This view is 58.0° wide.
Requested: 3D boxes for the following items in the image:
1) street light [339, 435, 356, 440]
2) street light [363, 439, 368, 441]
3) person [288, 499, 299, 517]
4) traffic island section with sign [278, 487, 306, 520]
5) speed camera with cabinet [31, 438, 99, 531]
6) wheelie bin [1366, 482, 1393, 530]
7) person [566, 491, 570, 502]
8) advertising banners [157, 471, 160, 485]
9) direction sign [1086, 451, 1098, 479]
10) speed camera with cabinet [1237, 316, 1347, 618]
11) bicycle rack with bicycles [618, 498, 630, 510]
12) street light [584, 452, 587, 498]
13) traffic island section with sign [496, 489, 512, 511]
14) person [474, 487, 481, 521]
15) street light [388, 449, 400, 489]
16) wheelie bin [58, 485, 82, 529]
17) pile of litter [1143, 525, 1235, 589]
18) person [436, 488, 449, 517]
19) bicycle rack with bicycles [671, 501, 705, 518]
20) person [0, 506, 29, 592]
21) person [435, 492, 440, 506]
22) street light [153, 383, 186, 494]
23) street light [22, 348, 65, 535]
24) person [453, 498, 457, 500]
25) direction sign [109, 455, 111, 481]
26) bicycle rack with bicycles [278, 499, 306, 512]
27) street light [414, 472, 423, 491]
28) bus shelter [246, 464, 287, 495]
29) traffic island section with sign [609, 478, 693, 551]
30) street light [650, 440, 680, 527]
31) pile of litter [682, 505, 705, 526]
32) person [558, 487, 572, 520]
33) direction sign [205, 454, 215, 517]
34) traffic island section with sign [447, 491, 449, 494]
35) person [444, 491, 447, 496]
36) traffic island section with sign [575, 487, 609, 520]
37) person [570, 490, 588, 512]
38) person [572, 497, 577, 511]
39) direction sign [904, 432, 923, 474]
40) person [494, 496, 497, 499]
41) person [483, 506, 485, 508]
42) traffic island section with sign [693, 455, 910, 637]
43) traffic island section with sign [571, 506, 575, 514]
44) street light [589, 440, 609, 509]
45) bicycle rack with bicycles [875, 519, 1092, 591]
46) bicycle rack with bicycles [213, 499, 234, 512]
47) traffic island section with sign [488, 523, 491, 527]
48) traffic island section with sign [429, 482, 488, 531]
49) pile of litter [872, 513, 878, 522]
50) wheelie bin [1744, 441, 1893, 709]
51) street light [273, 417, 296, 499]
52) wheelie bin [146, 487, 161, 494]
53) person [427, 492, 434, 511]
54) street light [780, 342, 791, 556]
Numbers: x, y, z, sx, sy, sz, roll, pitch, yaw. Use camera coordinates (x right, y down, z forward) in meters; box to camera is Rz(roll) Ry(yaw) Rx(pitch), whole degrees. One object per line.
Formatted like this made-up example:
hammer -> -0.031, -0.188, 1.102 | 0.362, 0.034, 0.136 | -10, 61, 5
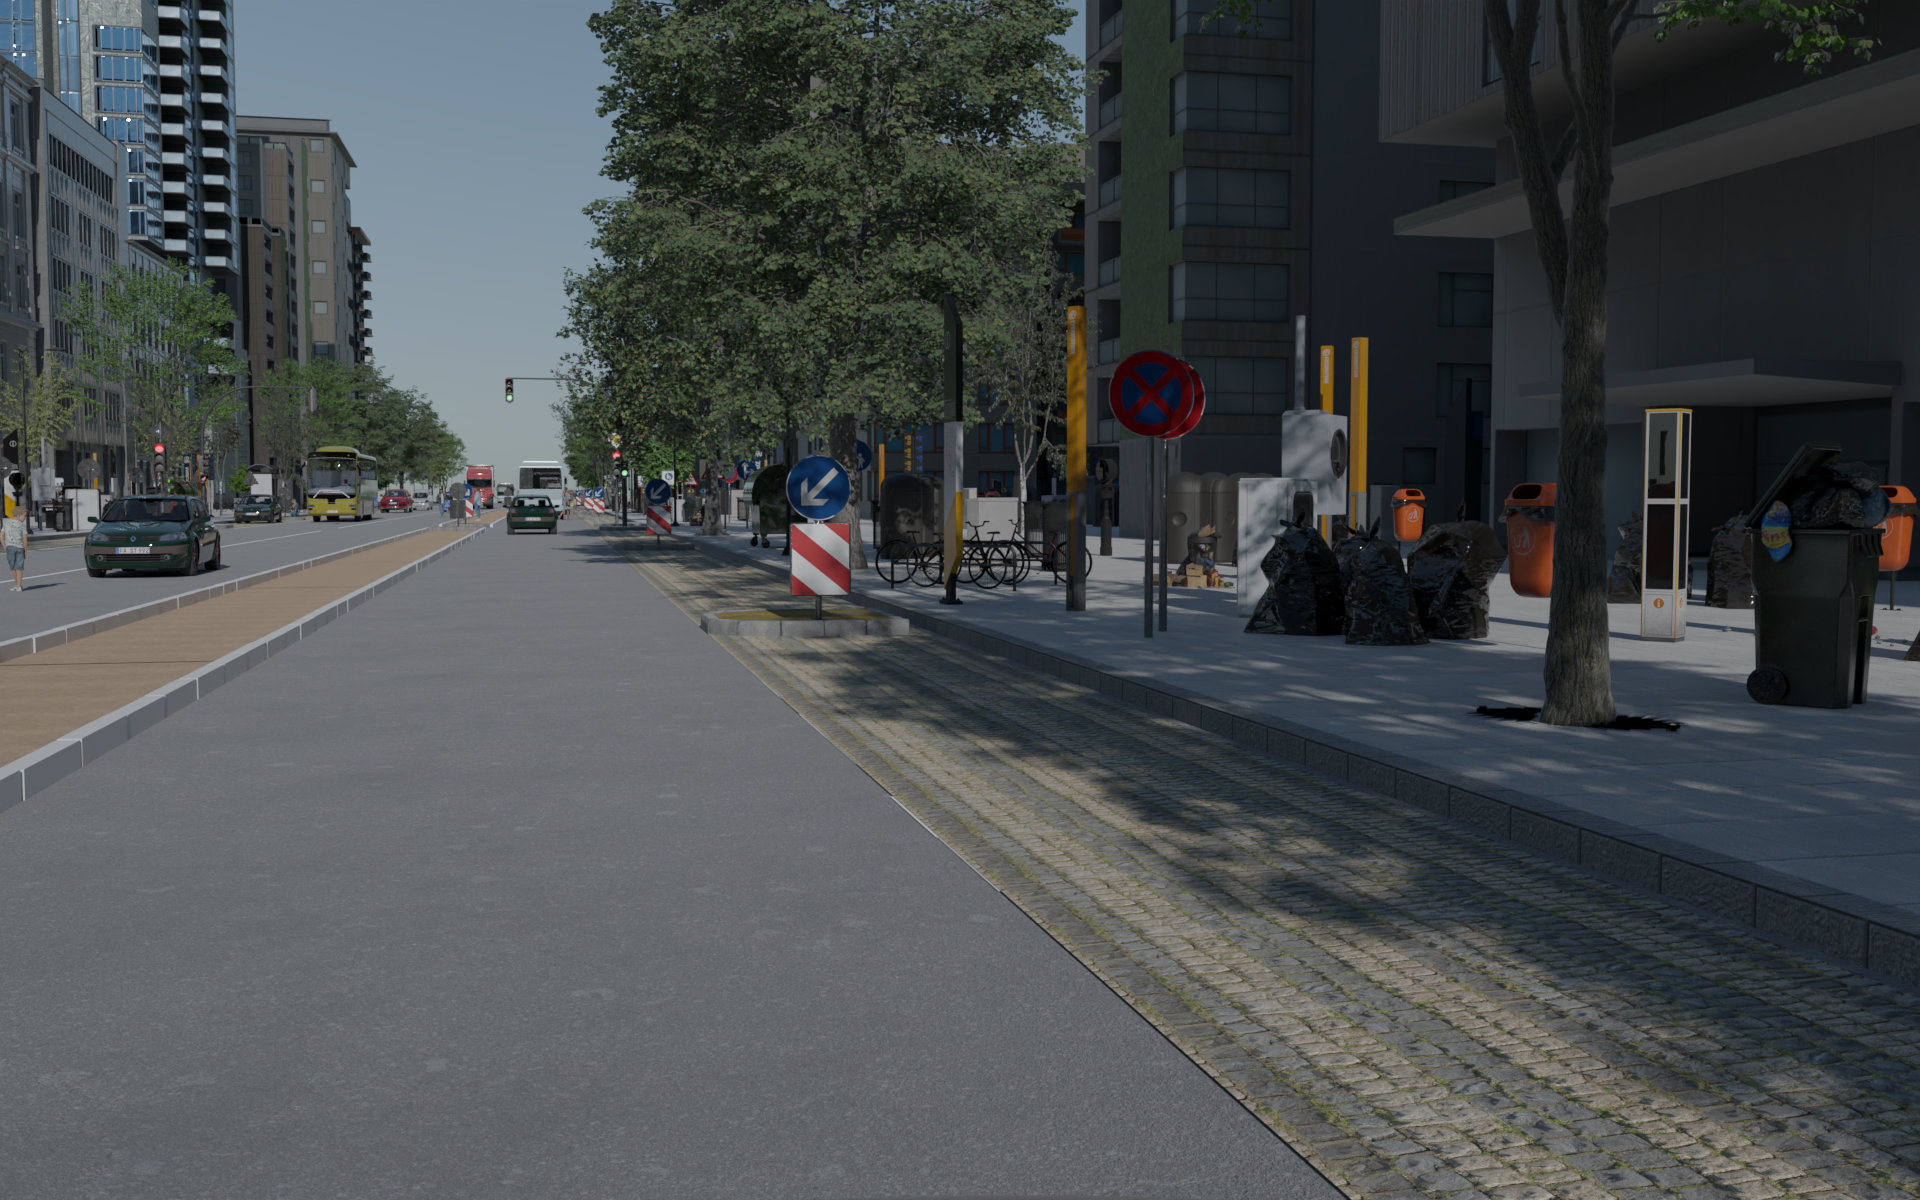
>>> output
street light -> -48.196, -10.012, 136.233 | 1.470, 5.913, 1.316 | -1, 4, -13
street light -> -50.832, -10.656, 146.774 | 1.470, 5.913, 1.316 | -1, 4, -13
person -> -38.565, -5.275, 100.240 | 1.012, 1.151, 0.738 | 3, 5, 43
traffic island section with sign -> -36.920, -5.265, 94.715 | 1.989, 1.847, 2.006 | -1, 4, -13
speed camera with cabinet -> -31.700, -4.098, 61.344 | 2.038, 3.252, 0.660 | -3, 4, -36
wheelie bin -> 11.092, -2.291, 45.369 | 0.693, 1.594, 0.980 | -2, 4, -31
person -> -33.516, -8.473, 147.789 | 0.466, 1.731, 0.760 | -1, 4, -22
advertising banners -> -55.353, -7.672, 121.626 | 2.074, 3.025, 0.090 | -1, 4, -15
direction sign -> 6.919, -6.076, 91.341 | 0.876, 3.537, 0.379 | -2, 4, -32
speed camera with cabinet -> 3.605, -1.486, 18.626 | 0.660, 3.252, 2.038 | 2, 4, 29
bicycle rack with bicycles -> -27.311, -7.865, 141.980 | 2.852, 0.926, 2.925 | -2, 4, -26
street light -> -40.906, -13.407, 191.746 | 1.470, 5.913, 1.316 | -1, 4, -13
traffic island section with sign -> -38.578, -8.537, 147.718 | 2.006, 1.907, 1.989 | -1, 4, -13
person -> -25.703, -5.115, 92.395 | 0.793, 1.790, 0.793 | -2, 4, -28
street light -> -58.283, -12.592, 178.415 | 1.470, 5.913, 1.316 | -1, 4, -13
wheelie bin -> -32.526, -3.404, 63.558 | 0.980, 1.594, 0.693 | -3, 4, -37
pile of litter -> 3.196, -0.626, 24.202 | 1.176, 0.858, 1.719 | -1, 4, -8
person -> -31.825, -5.962, 106.333 | 0.721, 1.781, 0.623 | 3, 4, 37
bicycle rack with bicycles -> -13.945, -4.703, 90.275 | 2.925, 0.926, 2.852 | -2, 4, -26
person -> -13.905, -0.752, 25.485 | 0.332, 1.250, 0.352 | 1, 4, 20
person -> -62.091, -12.060, 206.475 | 0.721, 1.735, 1.217 | 3, 4, 37
street light -> -33.027, -6.106, 72.377 | 1.470, 5.913, 1.316 | -1, 4, -13
street light -> -29.044, -5.038, 54.917 | 1.470, 5.913, 1.316 | -1, 4, -13
person -> -29.464, -5.658, 101.356 | 0.624, 1.780, 0.694 | 0, 4, 0
direction sign -> -49.191, -6.643, 100.609 | 0.379, 3.537, 0.876 | 0, 4, -6
bicycle rack with bicycles -> -48.256, -6.748, 123.714 | 2.852, 0.926, 2.925 | -2, 4, -35
street light -> -65.804, -14.556, 210.526 | 1.470, 5.913, 1.316 | -1, 4, -13
bus shelter -> -47.722, -7.658, 119.124 | 2.014, 3.302, 5.546 | -1, 4, -13
traffic island section with sign -> -7.903, -2.194, 44.502 | 1.989, 1.847, 2.006 | -1, 4, -13
street light -> -11.771, -5.846, 68.125 | 1.470, 5.913, 1.316 | -1, 4, -13
pile of litter -> -10.356, -3.396, 69.487 | 1.719, 0.858, 1.176 | -1, 4, -19
person -> -21.513, -5.251, 94.444 | 0.778, 1.811, 0.616 | -2, 4, -35
direction sign -> -42.412, -6.481, 97.966 | 0.876, 3.537, 0.379 | 3, 5, 40
traffic island section with sign -> -73.393, -14.694, 248.873 | 1.989, 1.847, 2.006 | -1, 4, -13
person -> -45.403, -8.768, 152.572 | 0.721, 1.743, 1.217 | 3, 4, 38
traffic island section with sign -> -20.528, -5.454, 97.804 | 1.989, 1.847, 2.006 | -1, 4, -13
person -> -30.994, -8.098, 141.121 | 1.509, 1.804, 0.699 | -1, 4, -18
person -> -28.993, -7.161, 130.265 | 0.352, 1.250, 0.332 | -1, 4, -11
direction sign -> -1.720, -4.397, 63.882 | 0.876, 3.537, 0.379 | -3, 5, -40
person -> -47.520, -10.197, 175.160 | 1.348, 1.831, 0.705 | -2, 4, -24
person -> -49.069, -10.431, 178.984 | 1.348, 1.831, 0.705 | -2, 4, -24
traffic island section with sign -> -1.704, -0.590, 18.267 | 1.989, 1.847, 2.006 | -1, 4, -13
traffic island section with sign -> -26.718, -7.059, 124.041 | 1.989, 1.847, 2.006 | -1, 4, -13
street light -> -31.053, -10.838, 149.735 | 1.470, 5.913, 1.316 | -1, 4, -13
bicycle rack with bicycles -> 0.119, -0.660, 24.168 | 2.925, 0.926, 2.852 | 1, 4, 22
bicycle rack with bicycles -> -59.154, -7.630, 138.140 | 2.852, 0.926, 2.925 | 1, 4, 15
traffic island section with sign -> -21.267, -4.065, 74.593 | 2.006, 1.907, 1.989 | -1, 4, -13
traffic island section with sign -> -19.570, -3.624, 67.382 | 2.006, 1.907, 1.989 | -1, 4, -13
pile of litter -> -3.351, -3.992, 79.233 | 1.176, 0.858, 1.719 | 3, 5, 44
wheelie bin -> 5.265, -0.166, 10.615 | 0.693, 1.594, 0.980 | 3, 5, 42
street light -> -40.610, -8.048, 104.119 | 1.470, 5.913, 1.316 | -1, 4, -13
wheelie bin -> -34.717, -4.086, 74.711 | 0.980, 1.594, 0.693 | -1, 4, -17
person -> -44.289, -8.234, 144.944 | 0.330, 1.601, 0.589 | 3, 5, 43
street light -> -4.105, -3.875, 35.901 | 1.470, 5.913, 1.316 | -1, 4, -13
